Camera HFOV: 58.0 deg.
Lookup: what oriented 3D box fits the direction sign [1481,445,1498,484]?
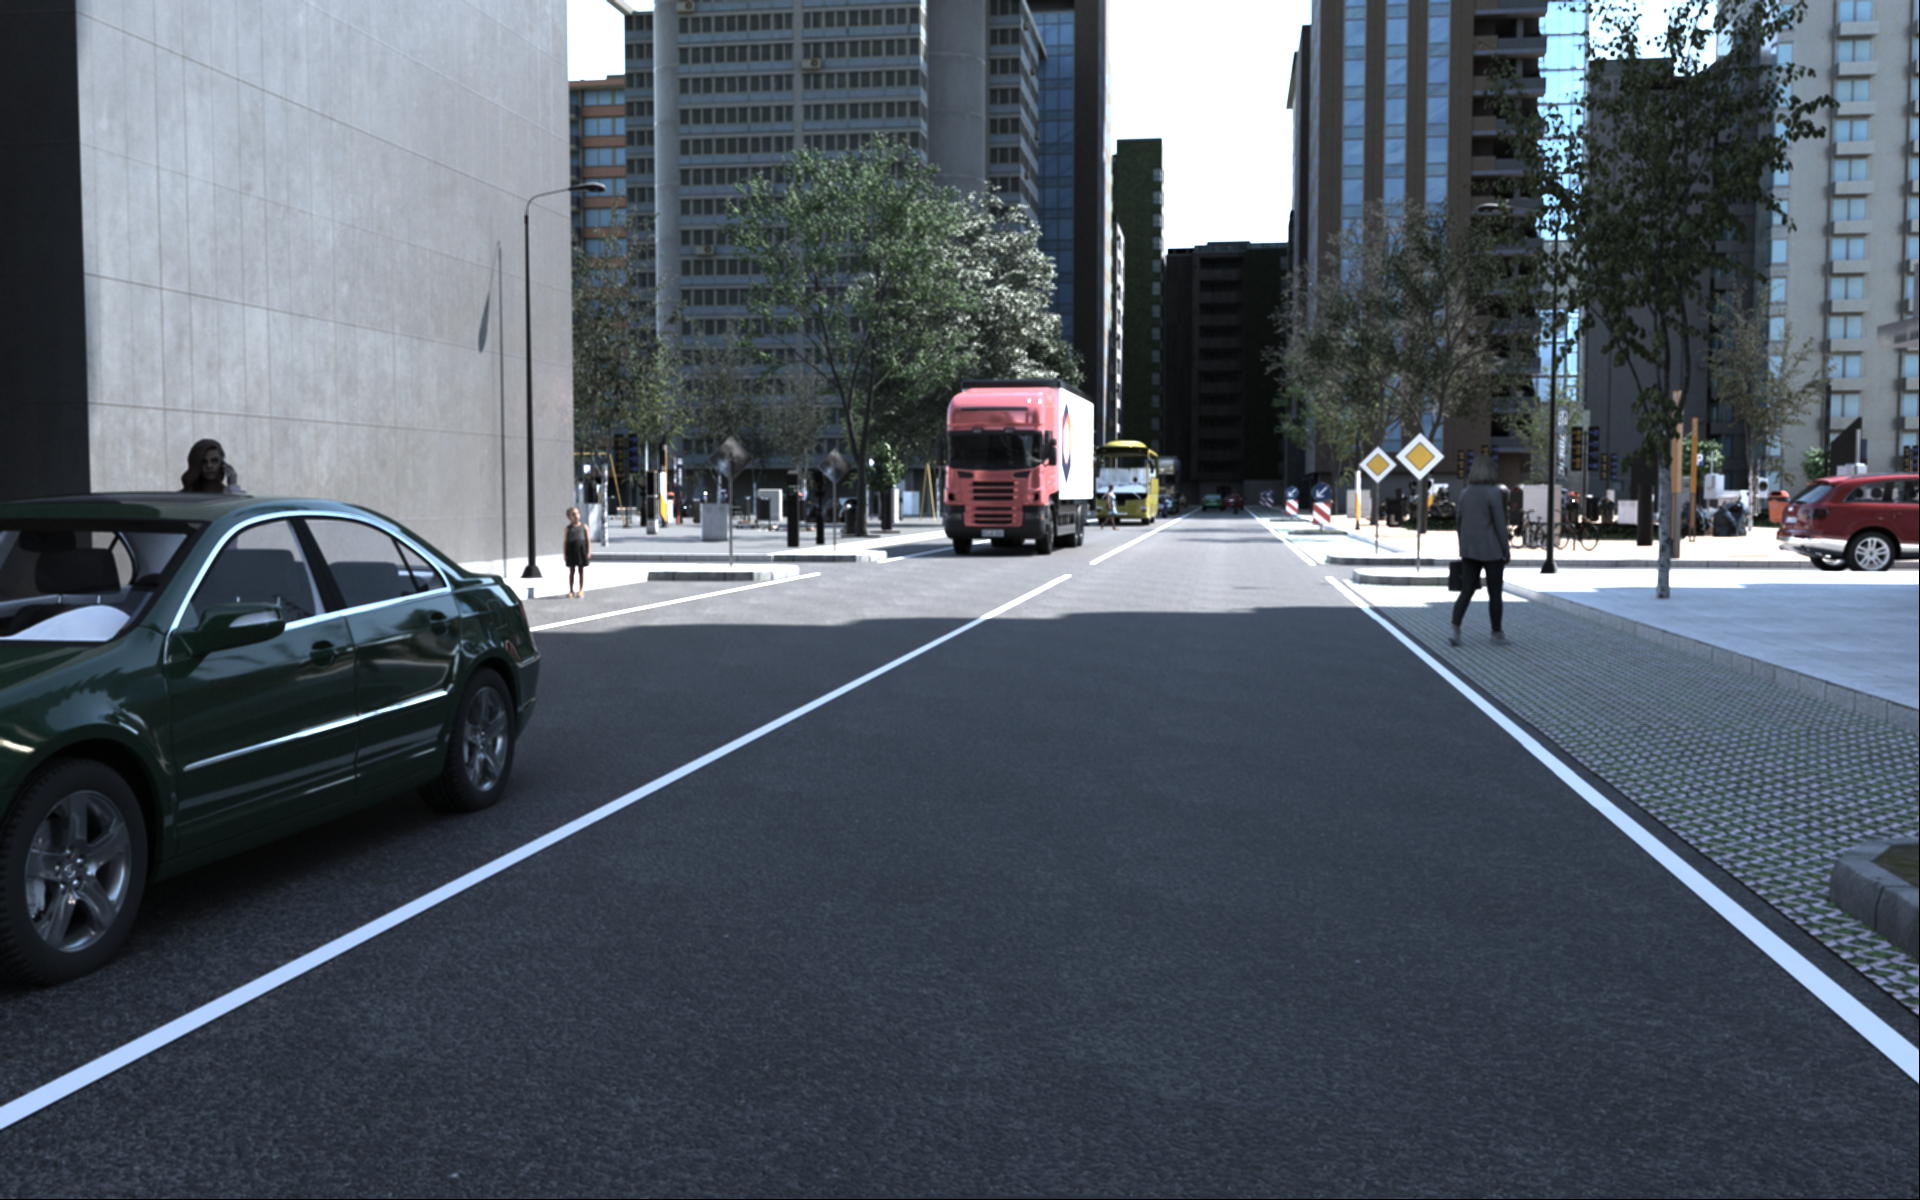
[{"bbox_3d":[24.499,-5.392,80.158,0.379,3.537,0.876,-3,5,-39],"label":"direction sign"}]

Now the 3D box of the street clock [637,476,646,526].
[{"bbox_3d":[-12.576,-3.930,68.827,0.471,2.002,0.358,2,4,28],"label":"street clock"}]

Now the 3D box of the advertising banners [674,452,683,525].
[{"bbox_3d":[-11.897,-4.704,73.095,0.090,3.025,2.074,0,4,0],"label":"advertising banners"}]

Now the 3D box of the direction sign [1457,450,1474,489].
[{"bbox_3d":[25.822,-5.905,88.544,0.876,3.537,0.379,3,5,44],"label":"direction sign"}]

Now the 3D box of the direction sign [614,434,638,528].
[{"bbox_3d":[-12.612,-4.495,65.495,0.876,3.537,0.379,0,4,1],"label":"direction sign"}]

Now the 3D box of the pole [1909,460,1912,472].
[{"bbox_3d":[56.831,-6.719,103.693,0.158,3.312,0.155,0,3,0],"label":"pole"}]

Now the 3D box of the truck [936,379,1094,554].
[{"bbox_3d":[1.643,-3.408,44.627,2.839,4.237,11.283,1,4,10],"label":"truck"}]

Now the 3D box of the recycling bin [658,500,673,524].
[{"bbox_3d":[-13.061,-3.871,75.843,0.722,1.027,0.722,2,4,24],"label":"recycling bin"}]

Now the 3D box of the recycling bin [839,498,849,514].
[{"bbox_3d":[-7.377,-6.071,111.819,0.722,1.027,0.722,1,4,10],"label":"recycling bin"}]

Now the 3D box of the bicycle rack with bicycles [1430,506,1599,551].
[{"bbox_3d":[12.920,-1.628,39.994,2.852,0.926,2.925,-1,4,-13],"label":"bicycle rack with bicycles"}]

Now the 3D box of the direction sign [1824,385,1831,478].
[{"bbox_3d":[18.212,-2.717,36.426,0.379,3.537,0.876,1,4,22],"label":"direction sign"}]

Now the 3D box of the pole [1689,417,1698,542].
[{"bbox_3d":[19.555,-3.201,46.171,0.158,3.312,0.155,0,3,0],"label":"pole"}]

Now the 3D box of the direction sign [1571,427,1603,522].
[{"bbox_3d":[21.009,-4.053,58.266,0.876,3.537,0.379,2,4,26],"label":"direction sign"}]

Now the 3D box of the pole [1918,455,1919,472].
[{"bbox_3d":[49.789,-5.878,89.942,0.158,3.312,0.155,0,3,0],"label":"pole"}]

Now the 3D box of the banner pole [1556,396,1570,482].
[{"bbox_3d":[14.989,-3.266,43.410,0.401,3.779,0.863,-1,4,-16],"label":"banner pole"}]

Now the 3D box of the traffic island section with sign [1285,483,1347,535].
[{"bbox_3d":[12.523,-3.185,60.711,1.989,1.847,2.006,1,4,9],"label":"traffic island section with sign"}]

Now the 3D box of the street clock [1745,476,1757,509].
[{"bbox_3d":[32.330,-4.052,70.817,0.471,2.002,0.358,-2,4,-33],"label":"street clock"}]

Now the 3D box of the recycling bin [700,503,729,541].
[{"bbox_3d":[-6.721,-2.131,47.402,0.722,1.027,0.722,-1,4,-13],"label":"recycling bin"}]

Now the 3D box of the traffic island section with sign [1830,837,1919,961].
[{"bbox_3d":[3.967,0.195,5.446,1.989,1.847,2.006,1,4,9],"label":"traffic island section with sign"}]

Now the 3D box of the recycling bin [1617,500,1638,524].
[{"bbox_3d":[26.924,-3.506,69.872,0.722,1.027,0.722,1,4,19],"label":"recycling bin"}]

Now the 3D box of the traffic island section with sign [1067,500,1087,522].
[{"bbox_3d":[5.510,-4.920,89.072,1.989,1.847,2.006,1,4,9],"label":"traffic island section with sign"}]

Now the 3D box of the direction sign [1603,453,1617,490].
[{"bbox_3d":[36.038,-6.379,96.297,0.876,3.537,0.379,0,4,4],"label":"direction sign"}]

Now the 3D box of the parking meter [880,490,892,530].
[{"bbox_3d":[-2.632,-3.429,61.780,0.399,1.863,0.255,0,4,7],"label":"parking meter"}]

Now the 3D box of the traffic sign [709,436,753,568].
[{"bbox_3d":[-3.957,-1.605,29.891,0.795,2.450,0.064,1,4,9],"label":"traffic sign"}]

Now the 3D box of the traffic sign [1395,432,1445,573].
[{"bbox_3d":[7.449,-1.497,28.111,0.795,2.450,0.064,1,4,9],"label":"traffic sign"}]

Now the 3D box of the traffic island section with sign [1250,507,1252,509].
[{"bbox_3d":[28.485,-9.486,163.727,1.989,1.847,2.006,1,4,9],"label":"traffic island section with sign"}]

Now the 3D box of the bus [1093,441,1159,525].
[{"bbox_3d":[8.087,-5.616,83.361,2.896,3.916,12.252,1,4,8],"label":"bus"}]

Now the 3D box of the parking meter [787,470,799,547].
[{"bbox_3d":[-4.048,-2.221,42.027,0.255,1.863,0.399,0,4,0],"label":"parking meter"}]

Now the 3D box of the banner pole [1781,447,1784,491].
[{"bbox_3d":[44.051,-6.292,92.883,0.401,3.779,0.863,1,4,23],"label":"banner pole"}]

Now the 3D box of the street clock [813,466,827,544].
[{"bbox_3d":[-3.567,-2.425,44.212,0.358,2.002,0.471,0,4,5],"label":"street clock"}]

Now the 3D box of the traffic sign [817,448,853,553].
[{"bbox_3d":[-2.735,-2.088,37.783,0.795,2.450,0.064,1,4,9],"label":"traffic sign"}]

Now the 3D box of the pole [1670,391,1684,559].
[{"bbox_3d":[14.160,-2.471,34.243,0.158,3.312,0.155,0,3,0],"label":"pole"}]

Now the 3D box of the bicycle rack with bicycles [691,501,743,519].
[{"bbox_3d":[-12.334,-4.669,89.721,2.925,0.926,2.852,-3,5,-41],"label":"bicycle rack with bicycles"}]

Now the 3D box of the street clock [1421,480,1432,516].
[{"bbox_3d":[22.918,-4.928,85.147,0.471,2.002,0.358,0,4,2],"label":"street clock"}]

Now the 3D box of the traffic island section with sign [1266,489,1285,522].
[{"bbox_3d":[16.857,-4.897,88.686,1.989,1.847,2.006,1,4,9],"label":"traffic island section with sign"}]

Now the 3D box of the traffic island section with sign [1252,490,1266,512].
[{"bbox_3d":[24.299,-7.834,136.721,1.989,1.847,2.006,1,4,9],"label":"traffic island section with sign"}]

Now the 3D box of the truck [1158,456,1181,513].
[{"bbox_3d":[15.257,-8.671,130.681,2.839,4.237,11.283,1,4,9],"label":"truck"}]

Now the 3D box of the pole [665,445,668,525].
[{"bbox_3d":[-12.267,-4.775,71.906,0.158,3.312,0.155,0,3,0],"label":"pole"}]

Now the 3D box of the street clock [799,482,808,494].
[{"bbox_3d":[-8.899,-5.737,98.362,0.471,2.002,0.358,2,4,27],"label":"street clock"}]

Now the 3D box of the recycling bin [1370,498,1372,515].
[{"bbox_3d":[24.741,-5.666,105.186,0.722,1.027,0.722,-1,4,-10],"label":"recycling bin"}]

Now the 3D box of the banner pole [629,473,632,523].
[{"bbox_3d":[-14.415,-5.248,75.819,0.401,3.779,0.863,0,4,-4],"label":"banner pole"}]

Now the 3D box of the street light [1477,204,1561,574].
[{"bbox_3d":[8.971,-3.381,27.827,1.470,5.913,1.316,1,4,9],"label":"street light"}]

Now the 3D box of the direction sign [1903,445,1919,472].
[{"bbox_3d":[44.436,-5.444,81.011,0.379,3.537,0.876,-1,4,-14],"label":"direction sign"}]

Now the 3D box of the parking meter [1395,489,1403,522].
[{"bbox_3d":[20.522,-4.437,80.962,0.372,1.533,0.369,0,3,0],"label":"parking meter"}]

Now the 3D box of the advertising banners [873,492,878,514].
[{"bbox_3d":[-4.883,-7.120,112.606,2.074,3.025,0.090,3,5,41],"label":"advertising banners"}]

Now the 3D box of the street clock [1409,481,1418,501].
[{"bbox_3d":[25.756,-5.742,98.449,0.471,2.002,0.358,-1,4,-17],"label":"street clock"}]

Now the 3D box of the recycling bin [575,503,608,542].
[{"bbox_3d":[-9.954,-2.079,46.552,0.722,1.027,0.722,3,4,39],"label":"recycling bin"}]

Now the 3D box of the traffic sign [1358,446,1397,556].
[{"bbox_3d":[8.671,-1.979,36.003,0.795,2.450,0.064,1,4,9],"label":"traffic sign"}]

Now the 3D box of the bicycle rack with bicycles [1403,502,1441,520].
[{"bbox_3d":[22.489,-4.301,83.704,2.852,0.926,2.925,0,4,1],"label":"bicycle rack with bicycles"}]

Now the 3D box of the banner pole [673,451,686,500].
[{"bbox_3d":[-16.218,-6.795,101.120,0.401,3.779,0.863,3,5,39],"label":"banner pole"}]

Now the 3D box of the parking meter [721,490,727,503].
[{"bbox_3d":[-13.386,-5.476,97.951,0.372,1.533,0.369,0,3,0],"label":"parking meter"}]

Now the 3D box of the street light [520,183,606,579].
[{"bbox_3d":[-5.983,-3.276,26.110,1.470,5.913,1.316,1,4,9],"label":"street light"}]

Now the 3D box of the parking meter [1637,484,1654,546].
[{"bbox_3d":[16.926,-2.101,42.769,0.372,1.533,0.369,0,3,0],"label":"parking meter"}]

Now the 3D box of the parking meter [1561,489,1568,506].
[{"bbox_3d":[27.566,-4.321,79.063,0.372,1.533,0.369,0,3,0],"label":"parking meter"}]
